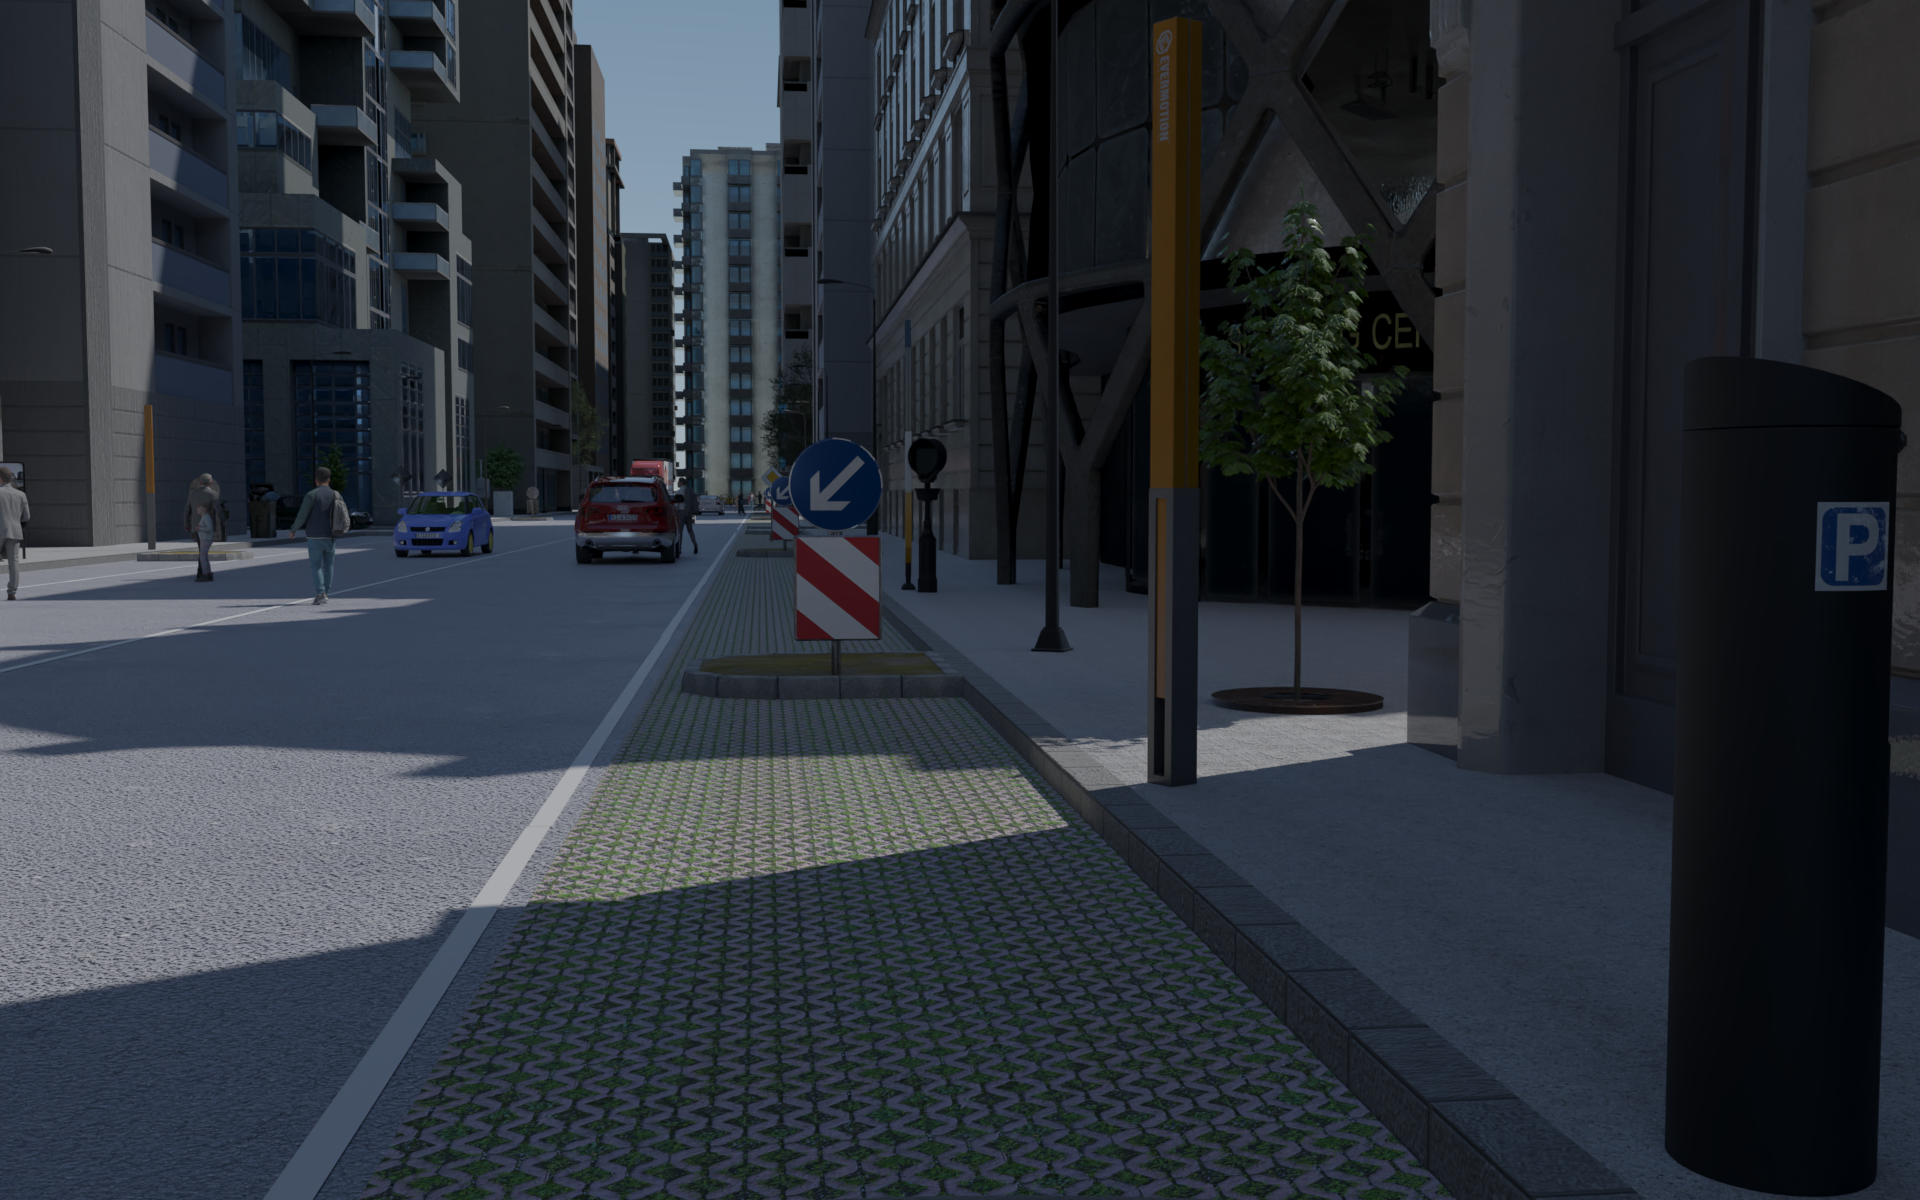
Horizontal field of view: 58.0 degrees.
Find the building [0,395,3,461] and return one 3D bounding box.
[{"bbox_3d":[-26.997,-15.751,29.233,14.160,30.474,14.107,0,4,-7],"label":"building"}]

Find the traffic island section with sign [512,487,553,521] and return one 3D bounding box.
[{"bbox_3d":[-22.933,-5.161,93.012,1.989,1.847,2.006,0,4,-7],"label":"traffic island section with sign"}]

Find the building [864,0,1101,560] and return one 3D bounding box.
[{"bbox_3d":[5.772,-13.131,47.982,16.112,22.955,30.059,0,4,-7],"label":"building"}]

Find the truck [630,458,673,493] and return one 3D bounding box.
[{"bbox_3d":[-24.600,-9.124,138.088,2.839,4.237,11.283,0,4,-5],"label":"truck"}]

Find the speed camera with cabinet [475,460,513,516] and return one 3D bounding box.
[{"bbox_3d":[-26.895,-6.460,99.964,2.038,3.252,0.660,0,4,4],"label":"speed camera with cabinet"}]

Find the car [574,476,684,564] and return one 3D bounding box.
[{"bbox_3d":[-7.100,-1.750,37.278,2.281,1.827,5.304,0,4,-7],"label":"car"}]

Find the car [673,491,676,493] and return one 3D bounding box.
[{"bbox_3d":[-33.084,-11.864,202.649,2.281,1.827,5.304,0,4,-6],"label":"car"}]

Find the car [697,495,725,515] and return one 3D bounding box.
[{"bbox_3d":[-17.037,-6.454,117.887,2.083,1.381,4.827,0,4,-5],"label":"car"}]

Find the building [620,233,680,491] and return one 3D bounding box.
[{"bbox_3d":[-51.679,-33.544,240.332,23.993,40.220,32.217,0,4,-7],"label":"building"}]

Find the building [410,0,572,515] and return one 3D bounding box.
[{"bbox_3d":[-38.009,-30.035,114.770,21.300,48.544,21.600,0,4,-7],"label":"building"}]

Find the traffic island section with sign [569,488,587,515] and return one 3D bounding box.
[{"bbox_3d":[-26.056,-6.831,120.315,1.989,1.847,2.006,0,4,-7],"label":"traffic island section with sign"}]

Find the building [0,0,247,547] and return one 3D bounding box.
[{"bbox_3d":[-36.000,-30.891,47.075,28.212,58.520,21.231,0,4,-7],"label":"building"}]

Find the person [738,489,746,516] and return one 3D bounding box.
[{"bbox_3d":[-14.605,-6.521,115.544,0.576,1.772,0.534,2,4,32],"label":"person"}]

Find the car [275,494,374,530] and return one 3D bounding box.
[{"bbox_3d":[-23.805,-3.297,63.698,4.222,1.686,2.009,0,4,-7],"label":"car"}]

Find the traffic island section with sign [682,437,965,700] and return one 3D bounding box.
[{"bbox_3d":[-1.062,-0.264,12.946,1.989,1.847,2.006,0,4,-7],"label":"traffic island section with sign"}]

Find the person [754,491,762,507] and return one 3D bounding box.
[{"bbox_3d":[-22.186,-11.107,190.622,0.750,1.759,0.617,-2,4,-31],"label":"person"}]

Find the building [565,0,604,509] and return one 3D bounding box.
[{"bbox_3d":[-42.352,-43.620,151.439,20.563,71.187,20.611,0,4,-7],"label":"building"}]

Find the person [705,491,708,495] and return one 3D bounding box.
[{"bbox_3d":[-28.237,-11.273,193.369,0.434,1.755,0.990,-2,4,-28],"label":"person"}]

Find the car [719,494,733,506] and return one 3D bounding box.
[{"bbox_3d":[-29.000,-12.457,213.887,2.015,1.641,3.980,0,4,-6],"label":"car"}]

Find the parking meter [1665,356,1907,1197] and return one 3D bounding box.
[{"bbox_3d":[1.560,0.313,3.296,0.372,1.533,0.369,0,3,0],"label":"parking meter"}]

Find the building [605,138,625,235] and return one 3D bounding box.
[{"bbox_3d":[-53.067,-33.675,205.202,28.867,44.769,22.147,0,4,-7],"label":"building"}]

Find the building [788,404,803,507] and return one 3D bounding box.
[{"bbox_3d":[-5.873,-33.254,167.402,21.300,48.544,21.600,0,4,-7],"label":"building"}]

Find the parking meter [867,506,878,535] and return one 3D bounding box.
[{"bbox_3d":[-2.375,-2.522,46.938,0.255,1.863,0.399,1,4,9],"label":"parking meter"}]

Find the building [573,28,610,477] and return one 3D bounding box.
[{"bbox_3d":[-42.218,-31.781,169.730,14.600,45.320,14.200,0,4,-7],"label":"building"}]

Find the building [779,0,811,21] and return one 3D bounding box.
[{"bbox_3d":[0.496,-32.846,126.273,28.713,52.752,27.495,0,4,-7],"label":"building"}]

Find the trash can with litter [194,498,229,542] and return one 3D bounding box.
[{"bbox_3d":[-20.082,-2.135,46.290,1.055,1.170,0.624,1,4,16],"label":"trash can with litter"}]

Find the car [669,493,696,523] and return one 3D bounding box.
[{"bbox_3d":[-13.693,-4.540,83.269,2.155,1.783,4.494,0,4,-5],"label":"car"}]

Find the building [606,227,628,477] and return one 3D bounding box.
[{"bbox_3d":[-43.214,-25.266,184.795,14.160,30.474,14.107,0,4,-7],"label":"building"}]

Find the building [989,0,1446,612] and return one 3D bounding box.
[{"bbox_3d":[8.686,-9.574,23.992,16.820,18.784,16.811,0,4,-7],"label":"building"}]

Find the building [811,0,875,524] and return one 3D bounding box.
[{"bbox_3d":[7.555,-32.848,79.064,28.212,58.520,21.231,0,4,-7],"label":"building"}]

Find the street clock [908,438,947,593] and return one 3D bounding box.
[{"bbox_3d":[-0.424,-1.100,22.549,0.471,2.002,0.358,2,4,33],"label":"street clock"}]

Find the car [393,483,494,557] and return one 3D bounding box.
[{"bbox_3d":[-12.070,-1.894,40.550,1.945,1.707,3.694,0,4,-5],"label":"car"}]

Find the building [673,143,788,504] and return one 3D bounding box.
[{"bbox_3d":[-23.816,-37.890,239.115,30.456,49.044,23.786,0,4,-7],"label":"building"}]

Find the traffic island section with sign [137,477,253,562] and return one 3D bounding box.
[{"bbox_3d":[-16.604,-1.784,37.792,1.989,1.847,2.006,0,4,-7],"label":"traffic island section with sign"}]

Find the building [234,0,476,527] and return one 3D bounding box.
[{"bbox_3d":[-34.887,-46.901,79.508,22.319,86.520,31.000,0,4,-7],"label":"building"}]

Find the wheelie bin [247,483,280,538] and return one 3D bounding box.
[{"bbox_3d":[-20.249,-2.593,50.308,0.980,1.594,0.693,0,4,-4],"label":"wheelie bin"}]
